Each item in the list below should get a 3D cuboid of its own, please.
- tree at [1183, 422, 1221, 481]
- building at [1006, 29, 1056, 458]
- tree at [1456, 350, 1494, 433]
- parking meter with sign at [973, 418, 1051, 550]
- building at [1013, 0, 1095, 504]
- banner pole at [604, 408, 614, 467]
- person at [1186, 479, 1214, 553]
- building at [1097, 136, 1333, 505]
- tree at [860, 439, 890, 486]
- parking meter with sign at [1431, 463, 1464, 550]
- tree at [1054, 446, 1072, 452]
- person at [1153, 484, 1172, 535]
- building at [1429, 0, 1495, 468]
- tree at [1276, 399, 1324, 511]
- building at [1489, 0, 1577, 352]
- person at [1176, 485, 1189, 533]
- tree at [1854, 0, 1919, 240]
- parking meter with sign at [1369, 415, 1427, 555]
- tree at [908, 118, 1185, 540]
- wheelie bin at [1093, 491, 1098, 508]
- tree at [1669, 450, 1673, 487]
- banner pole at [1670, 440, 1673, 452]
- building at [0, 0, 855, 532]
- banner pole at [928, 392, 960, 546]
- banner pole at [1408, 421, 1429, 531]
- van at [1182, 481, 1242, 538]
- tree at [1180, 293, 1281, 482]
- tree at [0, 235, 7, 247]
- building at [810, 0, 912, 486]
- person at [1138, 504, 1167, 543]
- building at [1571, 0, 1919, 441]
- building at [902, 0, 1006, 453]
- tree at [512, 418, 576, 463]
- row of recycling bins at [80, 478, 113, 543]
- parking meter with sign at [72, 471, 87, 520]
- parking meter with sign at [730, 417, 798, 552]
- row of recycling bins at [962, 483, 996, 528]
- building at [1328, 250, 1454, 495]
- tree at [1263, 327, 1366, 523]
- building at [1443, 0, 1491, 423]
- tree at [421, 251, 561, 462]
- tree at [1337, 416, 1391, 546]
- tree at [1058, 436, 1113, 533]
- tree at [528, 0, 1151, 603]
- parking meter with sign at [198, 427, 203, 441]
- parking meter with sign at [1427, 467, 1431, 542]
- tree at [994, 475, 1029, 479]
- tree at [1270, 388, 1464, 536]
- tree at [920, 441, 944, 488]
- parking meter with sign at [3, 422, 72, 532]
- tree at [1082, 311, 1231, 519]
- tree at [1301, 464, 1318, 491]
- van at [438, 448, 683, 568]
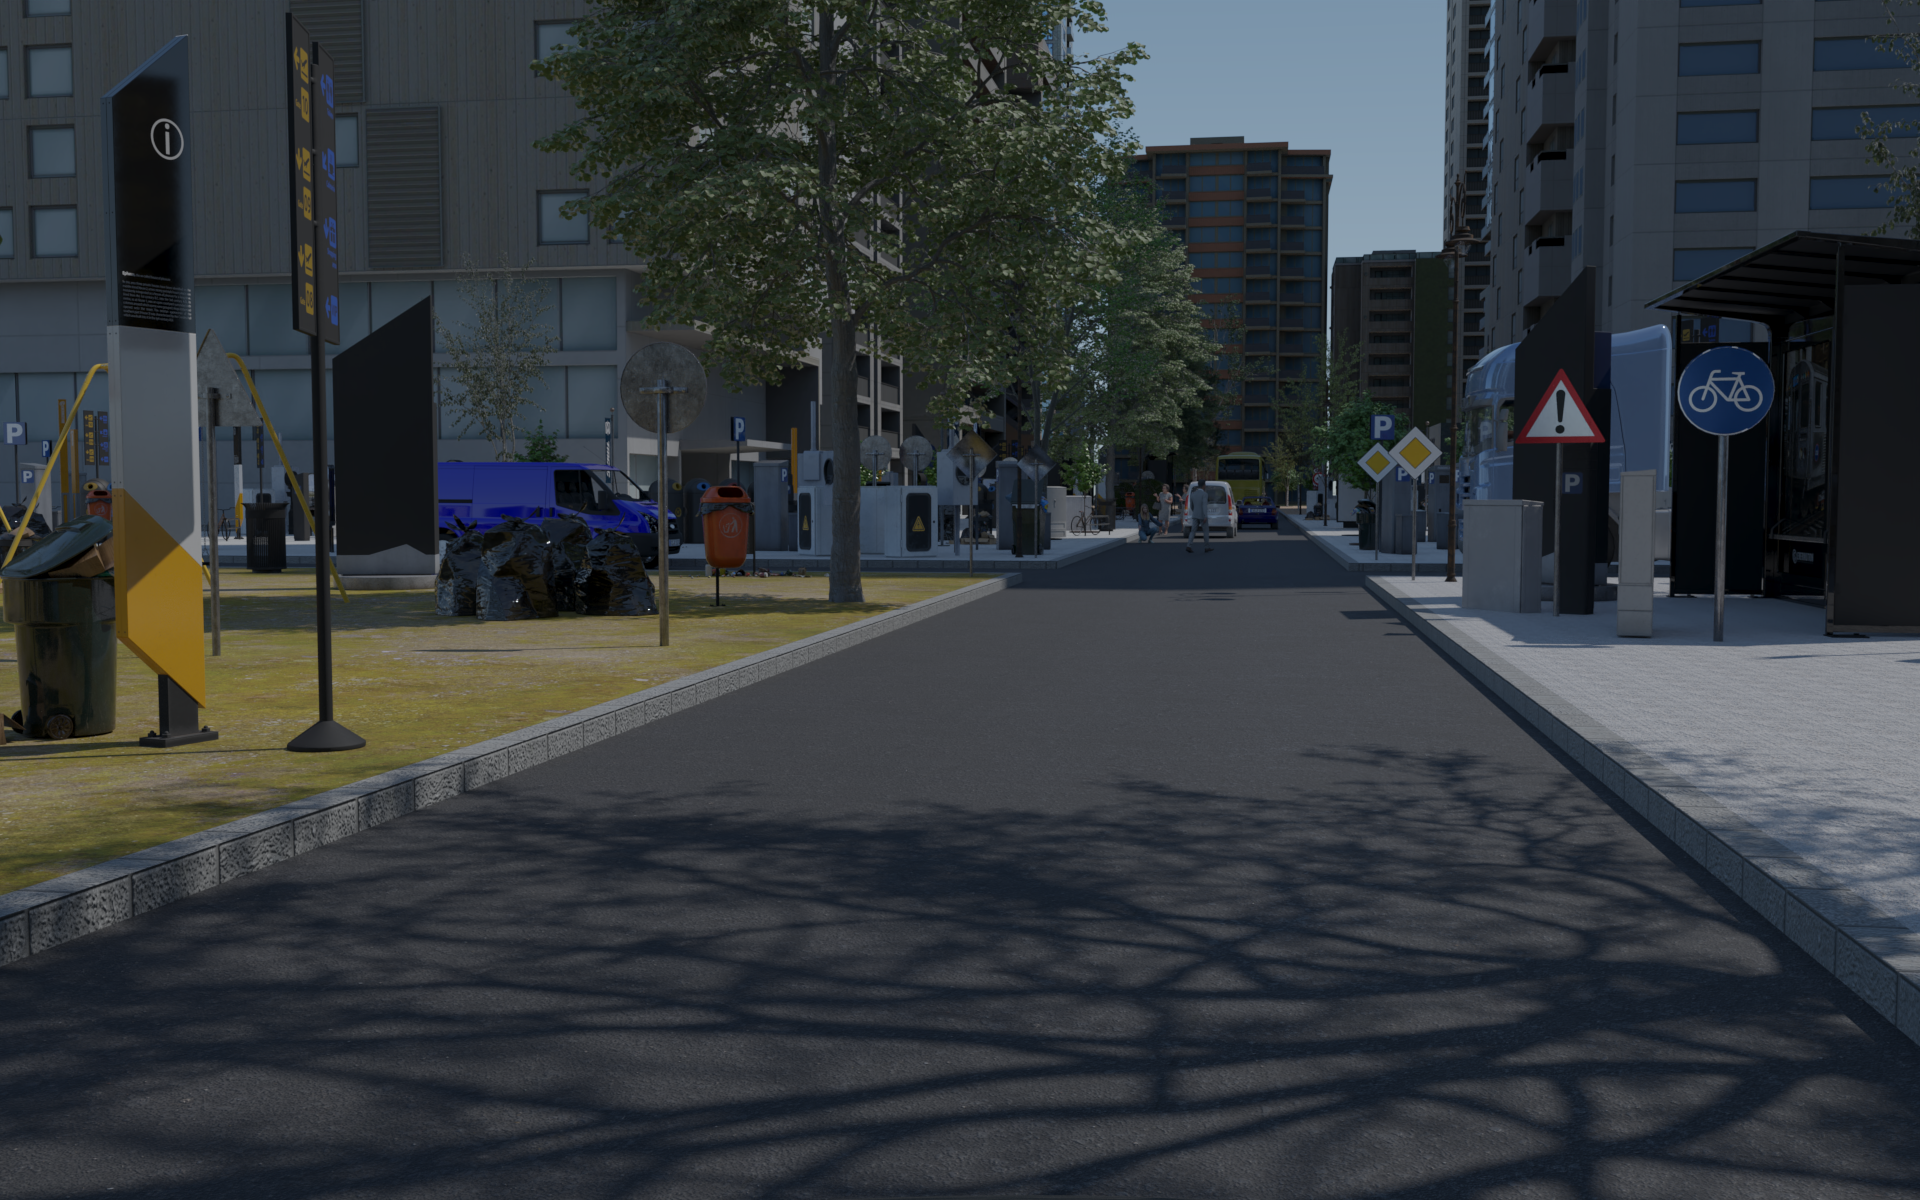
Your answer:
[{"bbox_3d":[24.749,-13.752,175.204,4.360,8.622,3.978,0,3,0],"label":"tree"},{"bbox_3d":[1.321,-31.546,165.883,14.200,45.320,14.600,1,4,10],"label":"building"},{"bbox_3d":[26.615,-8.229,84.904,4.737,8.622,4.395,0,3,0],"label":"tree"},{"bbox_3d":[1.208,-2.663,39.806,1.738,3.016,0.543,-1,4,-8],"label":"parking meter with sign"},{"bbox_3d":[1.297,-55.407,218.574,31.000,86.520,22.319,1,4,10],"label":"building"},{"bbox_3d":[-10.120,-3.676,50.113,0.401,3.779,0.863,0,4,8],"label":"banner pole"},{"bbox_3d":[5.865,-2.059,42.432,0.850,1.792,0.678,-3,5,-41],"label":"person"},{"bbox_3d":[31.117,-34.290,215.272,28.867,44.769,22.147,1,4,10],"label":"building"},{"bbox_3d":[-3.560,-4.085,61.394,1.663,3.219,1.824,0,3,0],"label":"tree"},{"bbox_3d":[11.798,-2.702,40.433,1.738,3.016,0.543,-3,5,-41],"label":"parking meter with sign"},{"bbox_3d":[6.581,-7.431,105.215,4.285,4.588,4.351,0,3,0],"label":"tree"},{"bbox_3d":[6.992,-3.136,60.127,0.716,1.782,0.532,2,4,31],"label":"person"},{"bbox_3d":[53.594,-51.059,147.488,22.319,86.520,31.000,1,4,10],"label":"building"},{"bbox_3d":[26.395,-11.231,133.984,4.360,8.622,3.978,0,3,0],"label":"tree"},{"bbox_3d":[51.816,-32.325,117.755,28.713,52.752,27.495,1,4,10],"label":"building"},{"bbox_3d":[8.214,-3.366,63.894,0.532,1.782,0.716,-1,4,-16],"label":"person"},{"bbox_3d":[13.306,-4.383,22.028,4.360,8.622,3.978,0,3,0],"label":"tree"},{"bbox_3d":[9.395,-2.512,37.340,0.543,3.016,1.738,0,4,-8],"label":"parking meter with sign"},{"bbox_3d":[2.296,-7.474,47.962,9.928,11.665,9.643,0,3,0],"label":"tree"},{"bbox_3d":[7.286,-4.995,89.583,0.693,1.594,0.980,-1,4,-10],"label":"wheelie bin"},{"bbox_3d":[27.800,-4.491,68.026,1.663,3.219,1.824,0,3,0],"label":"tree"},{"bbox_3d":[29.378,-4.948,70.922,0.863,3.779,0.401,3,5,45],"label":"banner pole"},{"bbox_3d":[-19.791,-29.368,69.401,28.713,52.752,27.495,1,4,10],"label":"building"},{"bbox_3d":[-0.280,-3.220,42.662,0.401,3.779,0.863,3,5,44],"label":"banner pole"},{"bbox_3d":[15.880,-4.270,59.838,0.863,3.779,0.401,1,4,8],"label":"banner pole"},{"bbox_3d":[8.357,-3.098,57.671,2.013,2.044,4.112,1,4,11],"label":"van"},{"bbox_3d":[23.321,-18.832,163.789,12.611,20.169,13.585,0,3,0],"label":"tree"},{"bbox_3d":[-5.061,-1.341,5.645,4.285,4.588,4.351,0,3,0],"label":"tree"},{"bbox_3d":[-16.371,-44.442,164.885,20.611,71.187,20.563,1,4,10],"label":"building"},{"bbox_3d":[5.555,-2.239,50.607,1.012,1.151,0.738,-1,4,-15],"label":"person"},{"bbox_3d":[42.803,-33.428,88.551,21.231,58.520,28.212,1,4,10],"label":"building"},{"bbox_3d":[-8.751,-30.563,123.408,21.300,48.544,21.600,1,4,10],"label":"building"},{"bbox_3d":[-10.544,-3.025,44.057,1.663,3.219,1.824,0,3,0],"label":"tree"},{"bbox_3d":[-21.416,-2.310,44.889,3.534,1.692,1.069,2,4,26],"label":"row of recycling bins"},{"bbox_3d":[-28.929,-3.689,56.581,0.543,3.016,1.738,3,4,39],"label":"parking meter with sign"},{"bbox_3d":[-4.250,-2.611,38.955,1.738,3.016,0.543,1,4,21],"label":"parking meter with sign"},{"bbox_3d":[1.699,-3.543,65.039,3.534,1.692,1.069,3,5,45],"label":"row of recycling bins"},{"bbox_3d":[51.711,-26.685,207.998,14.107,30.474,14.160,1,4,10],"label":"building"},{"bbox_3d":[16.119,-7.734,76.806,4.737,8.622,4.395,0,3,0],"label":"tree"},{"bbox_3d":[69.405,-47.033,207.246,20.611,71.187,20.563,1,4,10],"label":"building"},{"bbox_3d":[-13.772,-6.189,51.552,4.360,8.622,3.978,0,3,0],"label":"tree"},{"bbox_3d":[10.246,-2.986,43.429,1.663,3.219,1.824,0,3,0],"label":"tree"},{"bbox_3d":[4.011,-3.848,57.510,1.663,3.219,1.824,0,3,0],"label":"tree"},{"bbox_3d":[-1.773,-6.262,20.504,7.486,12.596,7.792,0,3,0],"label":"tree"},{"bbox_3d":[-17.590,-2.649,39.567,0.543,3.016,1.738,-2,4,-25],"label":"parking meter with sign"},{"bbox_3d":[12.887,-3.060,46.284,1.738,3.016,0.543,-1,4,-12],"label":"parking meter with sign"},{"bbox_3d":[2.574,-5.424,83.289,1.663,3.219,1.824,0,3,0],"label":"tree"},{"bbox_3d":[12.519,-4.240,53.034,4.285,4.588,4.351,0,3,0],"label":"tree"},{"bbox_3d":[-0.553,-4.115,61.879,1.663,3.219,1.824,0,3,0],"label":"tree"},{"bbox_3d":[-22.832,-2.849,42.849,0.543,3.016,1.738,0,4,3],"label":"parking meter with sign"},{"bbox_3d":[9.295,-9.401,88.111,7.601,10.594,8.767,3,4,36],"label":"tree"},{"bbox_3d":[22.553,-7.036,109.641,1.663,3.219,1.824,0,3,0],"label":"tree"},{"bbox_3d":[-7.919,-1.750,32.992,5.245,2.365,2.240,1,4,11],"label":"van"}]
